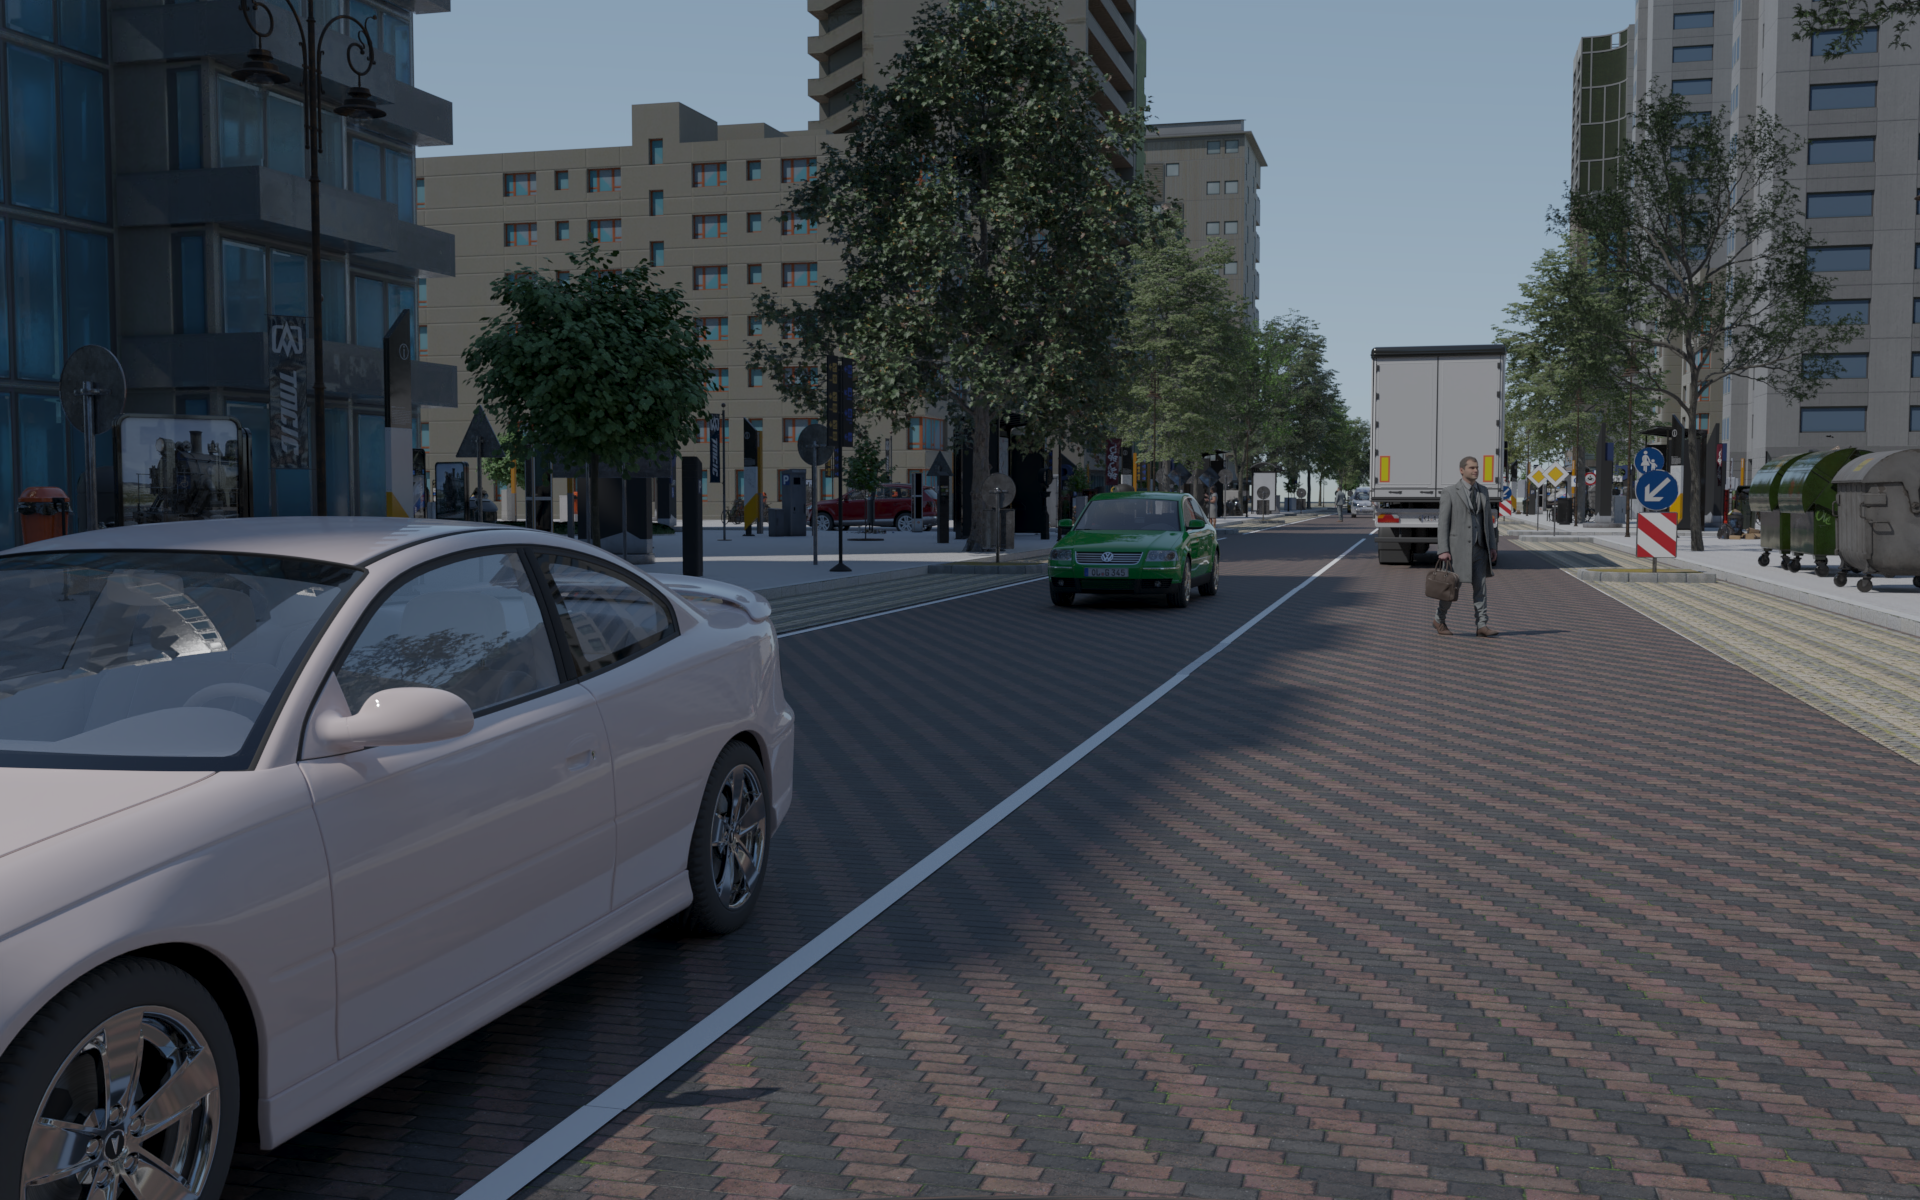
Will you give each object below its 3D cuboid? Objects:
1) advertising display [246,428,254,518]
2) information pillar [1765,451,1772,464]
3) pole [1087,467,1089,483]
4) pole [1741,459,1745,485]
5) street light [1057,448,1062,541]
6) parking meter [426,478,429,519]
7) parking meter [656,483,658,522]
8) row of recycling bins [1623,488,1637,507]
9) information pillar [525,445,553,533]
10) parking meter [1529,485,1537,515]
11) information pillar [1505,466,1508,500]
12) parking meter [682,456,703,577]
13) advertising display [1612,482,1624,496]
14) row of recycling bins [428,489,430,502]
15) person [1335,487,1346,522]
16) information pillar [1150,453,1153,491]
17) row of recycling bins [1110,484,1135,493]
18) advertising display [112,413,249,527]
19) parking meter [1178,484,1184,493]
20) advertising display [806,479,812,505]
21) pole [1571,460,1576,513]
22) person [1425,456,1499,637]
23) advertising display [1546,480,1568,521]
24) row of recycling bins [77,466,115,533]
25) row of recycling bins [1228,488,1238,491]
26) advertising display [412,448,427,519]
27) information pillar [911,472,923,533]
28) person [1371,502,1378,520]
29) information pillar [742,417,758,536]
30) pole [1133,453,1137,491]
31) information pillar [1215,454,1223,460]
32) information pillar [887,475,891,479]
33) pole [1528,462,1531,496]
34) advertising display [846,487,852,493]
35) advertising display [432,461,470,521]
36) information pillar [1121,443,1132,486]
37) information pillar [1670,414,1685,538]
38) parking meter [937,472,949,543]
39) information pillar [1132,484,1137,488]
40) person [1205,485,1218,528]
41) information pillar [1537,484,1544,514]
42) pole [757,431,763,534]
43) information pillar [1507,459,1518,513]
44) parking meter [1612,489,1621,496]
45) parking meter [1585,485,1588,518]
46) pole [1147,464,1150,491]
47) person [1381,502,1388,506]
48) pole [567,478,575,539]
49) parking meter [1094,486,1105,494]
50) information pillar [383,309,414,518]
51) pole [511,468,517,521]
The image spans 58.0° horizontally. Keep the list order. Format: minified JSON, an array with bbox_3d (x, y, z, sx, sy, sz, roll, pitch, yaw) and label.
[{"bbox_3d":[-7.284,-0.714,16.884,0.974,1.923,0.123,2,4,25],"label":"advertising display"},{"bbox_3d":[43.793,-6.272,93.898,0.504,3.616,0.183,-3,4,-36],"label":"information pillar"},{"bbox_3d":[8.678,-7.565,117.537,0.158,3.312,0.155,0,3,0],"label":"pole"},{"bbox_3d":[44.917,-6.458,99.434,0.158,3.312,0.155,0,3,0],"label":"pole"},{"bbox_3d":[2.701,-4.527,46.809,0.468,5.910,1.993,1,4,15],"label":"street light"},{"bbox_3d":[-16.863,-2.970,54.264,0.399,1.863,0.255,-1,4,-22],"label":"parking meter"},{"bbox_3d":[-13.872,-4.562,80.295,0.399,1.863,0.255,2,4,31],"label":"parking meter"},{"bbox_3d":[43.007,-6.362,111.135,1.069,1.692,3.534,2,4,23],"label":"row of recycling bins"},{"bbox_3d":[-5.977,-1.230,24.607,0.304,2.012,0.304,-2,4,-35],"label":"information pillar"},{"bbox_3d":[35.185,-6.157,106.384,0.399,1.863,0.255,2,4,24],"label":"parking meter"},{"bbox_3d":[39.161,-8.114,124.013,0.183,3.616,0.504,3,4,38],"label":"information pillar"},{"bbox_3d":[-4.168,-1.301,26.977,0.255,1.863,0.399,0,4,4],"label":"parking meter"},{"bbox_3d":[33.730,-5.146,89.348,0.974,1.923,0.123,-1,4,-9],"label":"advertising display"},{"bbox_3d":[-43.178,-8.404,144.525,1.069,1.692,3.534,3,4,39],"label":"row of recycling bins"},{"bbox_3d":[19.602,-4.936,89.309,0.635,1.810,0.391,-3,5,-41],"label":"person"},{"bbox_3d":[10.662,-6.431,96.502,0.183,3.616,0.504,0,4,-1],"label":"information pillar"},{"bbox_3d":[6.636,-3.874,70.445,1.069,1.692,3.534,0,4,3],"label":"row of recycling bins"},{"bbox_3d":[-6.317,-0.540,14.047,0.974,1.923,0.123,-3,5,-42],"label":"advertising display"},{"bbox_3d":[11.772,-5.260,91.710,0.255,1.863,0.399,-3,5,-45],"label":"parking meter"},{"bbox_3d":[-6.537,-4.183,73.613,0.123,1.923,0.974,2,4,34],"label":"advertising display"},{"bbox_3d":[37.183,-6.797,104.966,0.158,3.312,0.155,0,3,0],"label":"pole"},{"bbox_3d":[5.102,-0.541,17.442,0.694,1.812,0.767,-1,4,-19],"label":"person"},{"bbox_3d":[28.157,-4.681,81.741,0.974,1.923,0.123,3,5,40],"label":"advertising display"},{"bbox_3d":[-12.767,-1.203,26.787,1.069,1.692,3.534,-1,4,-13],"label":"row of recycling bins"},{"bbox_3d":[18.605,-7.020,121.889,1.069,1.692,3.534,-1,4,-17],"label":"row of recycling bins"},{"bbox_3d":[-7.701,-1.159,24.158,0.123,1.923,0.974,0,4,7],"label":"advertising display"},{"bbox_3d":[-1.434,-3.266,57.895,0.304,2.012,0.304,-1,4,-21],"label":"information pillar"},{"bbox_3d":[22.578,-5.076,94.081,0.523,1.515,0.503,1,4,12],"label":"person"},{"bbox_3d":[-6.367,-3.746,52.599,0.504,3.616,0.183,2,4,32],"label":"information pillar"},{"bbox_3d":[8.709,-5.655,86.306,0.158,3.312,0.155,0,3,0],"label":"pole"},{"bbox_3d":[14.369,-6.408,96.119,0.504,3.616,0.183,3,4,36],"label":"information pillar"},{"bbox_3d":[-2.895,-3.833,67.165,0.304,2.012,0.304,-2,4,-30],"label":"information pillar"},{"bbox_3d":[35.817,-7.048,109.073,0.158,3.312,0.155,0,3,0],"label":"pole"},{"bbox_3d":[-4.062,-3.884,68.712,0.974,1.923,0.123,-2,4,-35],"label":"advertising display"},{"bbox_3d":[-10.124,-1.794,34.551,0.974,1.923,0.123,3,4,38],"label":"advertising display"},{"bbox_3d":[7.152,-5.085,74.502,0.504,3.616,0.183,-2,4,-23],"label":"information pillar"},{"bbox_3d":[20.914,-3.620,50.547,0.183,3.616,0.504,-1,4,-14],"label":"information pillar"},{"bbox_3d":[-0.442,-2.415,45.192,0.255,1.863,0.399,-1,4,-14],"label":"parking meter"},{"bbox_3d":[12.212,-7.133,121.119,0.304,2.012,0.304,0,4,-8],"label":"information pillar"},{"bbox_3d":[9.742,-3.580,67.393,0.532,1.782,0.716,0,4,1],"label":"person"},{"bbox_3d":[36.691,-6.423,109.514,0.304,2.012,0.304,0,4,5],"label":"information pillar"},{"bbox_3d":[-6.450,-3.788,55.775,0.158,3.312,0.155,0,3,0],"label":"pole"},{"bbox_3d":[37.041,-7.610,115.780,0.504,3.616,0.183,-2,4,-25],"label":"information pillar"},{"bbox_3d":[30.346,-4.385,80.113,0.372,1.533,0.369,0,3,0],"label":"parking meter"},{"bbox_3d":[33.147,-5.284,92.110,0.399,1.863,0.255,-1,4,-11],"label":"parking meter"},{"bbox_3d":[12.598,-7.463,115.866,0.158,3.312,0.155,0,3,0],"label":"pole"},{"bbox_3d":[32.176,-7.482,130.842,0.660,1.820,0.620,-2,4,-26],"label":"person"},{"bbox_3d":[-10.961,-3.356,48.715,0.158,3.312,0.155,0,3,0],"label":"pole"},{"bbox_3d":[4.452,-2.879,55.484,0.372,1.533,0.369,0,3,0],"label":"parking meter"},{"bbox_3d":[-7.038,-1.859,21.754,0.183,3.616,0.504,1,4,15],"label":"information pillar"},{"bbox_3d":[-18.462,-4.759,71.651,0.158,3.312,0.155,0,3,0],"label":"pole"}]
